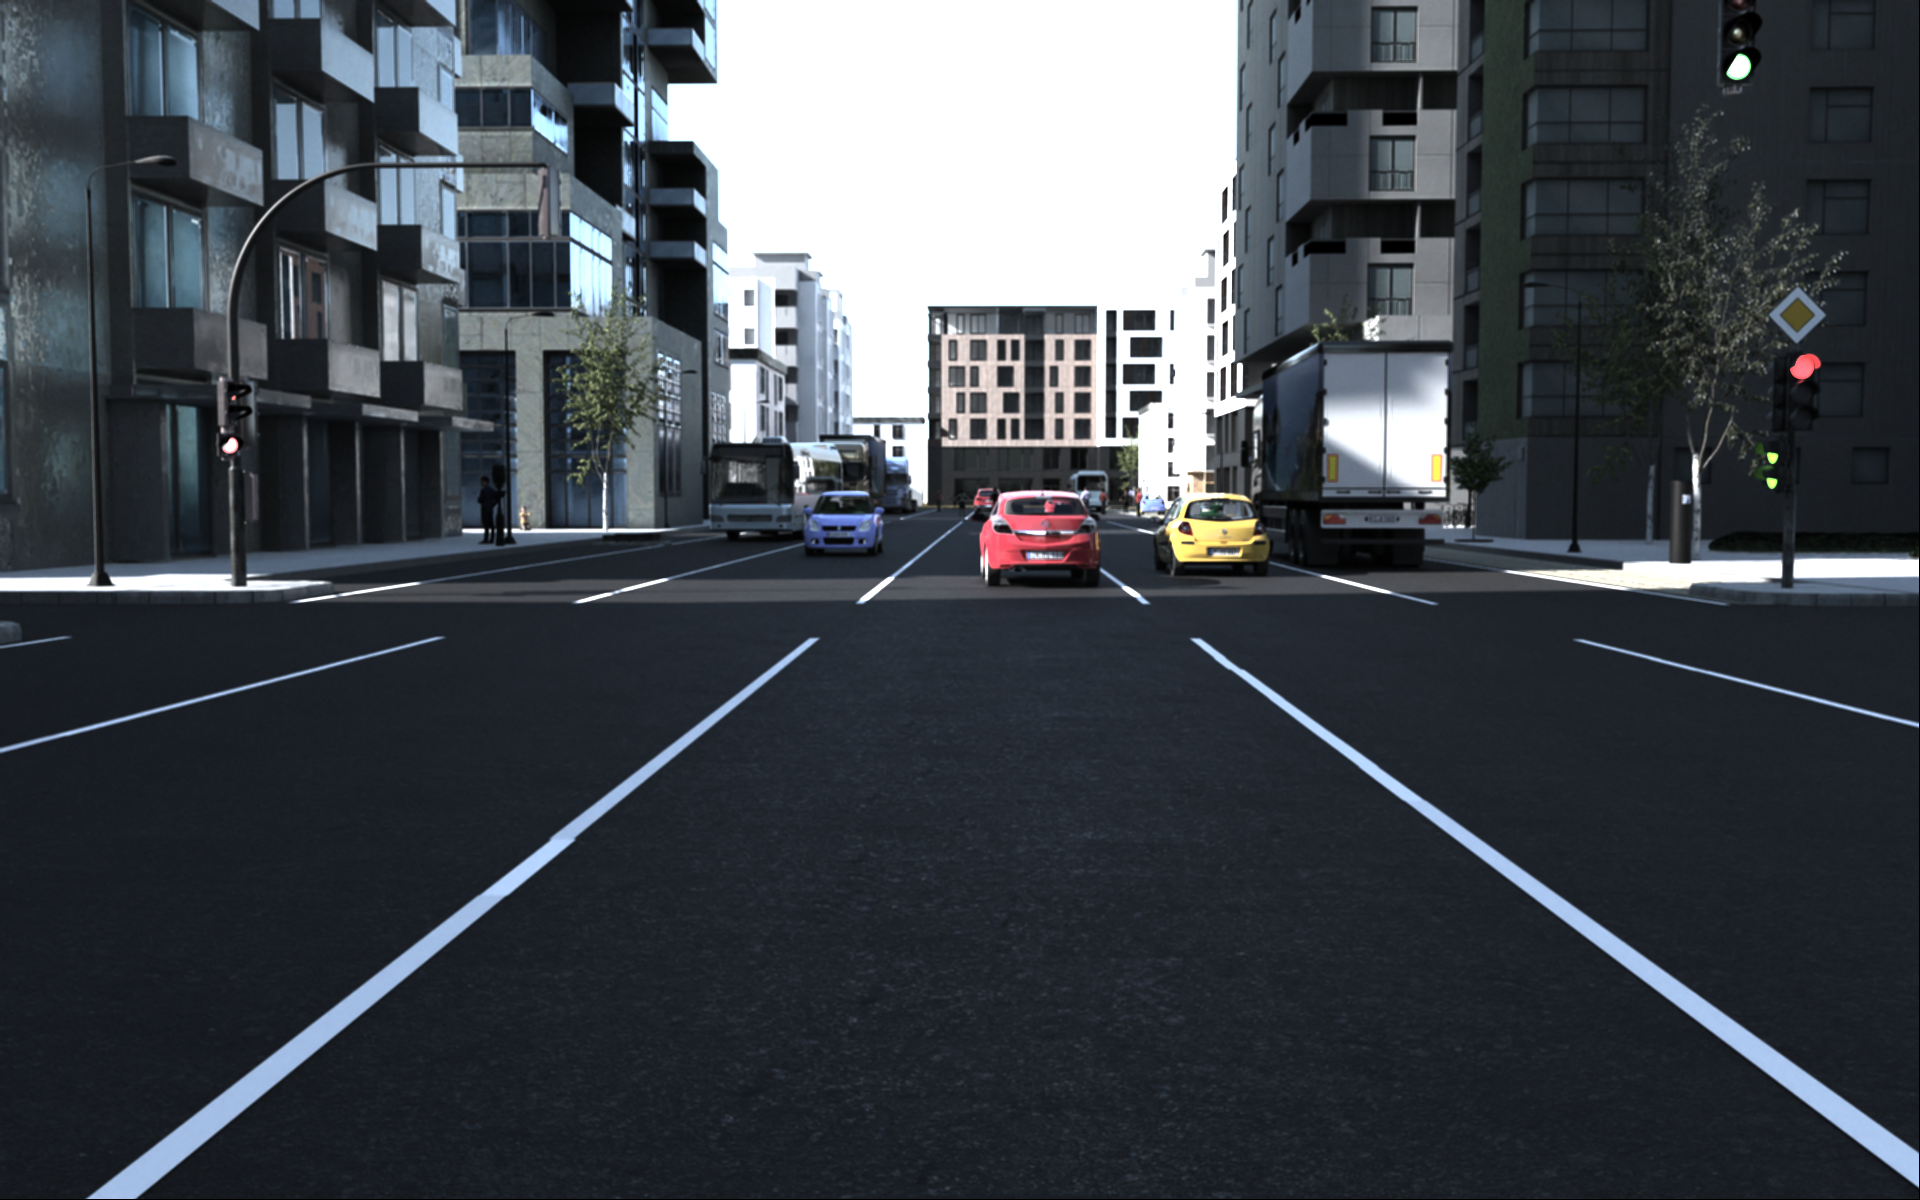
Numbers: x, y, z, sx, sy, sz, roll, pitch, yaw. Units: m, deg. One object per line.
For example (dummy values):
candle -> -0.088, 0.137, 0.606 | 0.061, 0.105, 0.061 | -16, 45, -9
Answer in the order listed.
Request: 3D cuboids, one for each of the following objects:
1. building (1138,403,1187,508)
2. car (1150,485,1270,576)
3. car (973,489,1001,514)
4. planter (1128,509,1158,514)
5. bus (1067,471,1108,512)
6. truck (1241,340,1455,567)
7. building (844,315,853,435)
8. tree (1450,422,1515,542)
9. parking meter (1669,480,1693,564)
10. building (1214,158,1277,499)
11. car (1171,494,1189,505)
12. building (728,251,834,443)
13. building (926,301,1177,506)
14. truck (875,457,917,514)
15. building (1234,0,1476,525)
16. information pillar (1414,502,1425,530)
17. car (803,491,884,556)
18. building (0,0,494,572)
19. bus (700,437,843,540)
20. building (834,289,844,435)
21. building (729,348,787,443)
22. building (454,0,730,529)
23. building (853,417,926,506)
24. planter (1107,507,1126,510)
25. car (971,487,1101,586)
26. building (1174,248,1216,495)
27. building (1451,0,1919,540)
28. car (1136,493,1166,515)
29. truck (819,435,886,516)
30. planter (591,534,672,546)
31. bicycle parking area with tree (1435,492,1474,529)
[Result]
building -> 22.029, -13.276, 159.211 | 9.099, 9.664, 28.070 | 0, 4, 1
car -> 4.550, -1.315, 31.728 | 2.015, 1.641, 3.980 | 0, 4, 0
car -> 2.017, -6.827, 120.302 | 2.281, 1.827, 5.304 | 0, 4, 1
planter -> 13.474, -6.415, 126.019 | 1.991, 0.319, 1.994 | 0, 4, 1
bus -> 10.551, -9.101, 143.655 | 2.948, 3.499, 13.247 | 0, 4, 1
truck -> 8.011, -2.958, 37.274 | 2.839, 4.237, 11.283 | 0, 4, 2
building -> -16.249, -18.958, 166.388 | 11.380, 20.091, 16.016 | 0, 4, 1
tree -> 13.793, -3.189, 46.735 | 1.663, 3.219, 1.824 | 0, 3, 0
parking meter -> 13.299, -1.440, 31.947 | 0.372, 1.533, 0.369 | 0, 3, 0
building -> 30.904, -16.688, 116.827 | 27.936, 21.610, 32.646 | 0, 4, 1
car -> 9.656, -3.564, 70.061 | 2.131, 1.459, 4.920 | 0, 4, 1
building -> -18.437, -16.929, 133.206 | 16.016, 20.091, 11.380 | 0, 4, 1
building -> 12.908, -21.648, 197.919 | 32.646, 21.610, 27.936 | 0, 4, 1
truck -> -4.836, -8.718, 132.290 | 2.967, 4.110, 18.799 | 0, 4, 1
building -> 28.618, -30.247, 83.782 | 28.713, 52.752, 27.495 | 0, 4, 1
information pillar -> 13.548, -2.846, 51.025 | 0.304, 2.012, 0.304 | 1, 4, 16
car -> -2.755, -1.951, 41.482 | 1.945, 1.707, 3.694 | 0, 4, 1
building -> -25.028, -25.638, 38.785 | 23.786, 49.044, 30.456 | 0, 4, 1
bus -> -5.975, -3.829, 57.463 | 2.948, 3.499, 13.247 | 0, 4, 3
building -> -18.444, -17.624, 144.567 | 16.016, 20.091, 11.380 | 0, 4, 1
building -> -15.862, -10.497, 113.778 | 9.099, 9.664, 28.070 | 0, 4, 1
building -> -21.968, -46.701, 76.240 | 22.319, 86.520, 31.000 | 0, 4, 1
building -> -17.955, -15.073, 188.582 | 28.070, 9.664, 9.099 | 0, 4, 1
planter -> 14.063, -8.098, 153.538 | 1.991, 0.319, 1.994 | 0, 4, 1
car -> 1.266, -1.186, 28.429 | 2.155, 1.783, 4.494 | 0, 4, -1
building -> 25.435, -17.281, 138.967 | 16.016, 20.091, 11.380 | 0, 4, 1
building -> 23.071, -22.664, 54.151 | 14.154, 41.232, 14.086 | 0, 4, 1
car -> 13.079, -6.673, 118.689 | 1.945, 1.707, 3.694 | 0, 4, 0
truck -> -5.313, -5.822, 84.102 | 2.839, 4.237, 11.283 | 0, 4, 3
planter -> -9.185, -1.687, 48.723 | 1.991, 0.319, 1.994 | 0, 4, 1
bicycle parking area with tree -> 22.485, -4.917, 67.389 | 8.231, 4.147, 9.016 | 1, 4, 16
